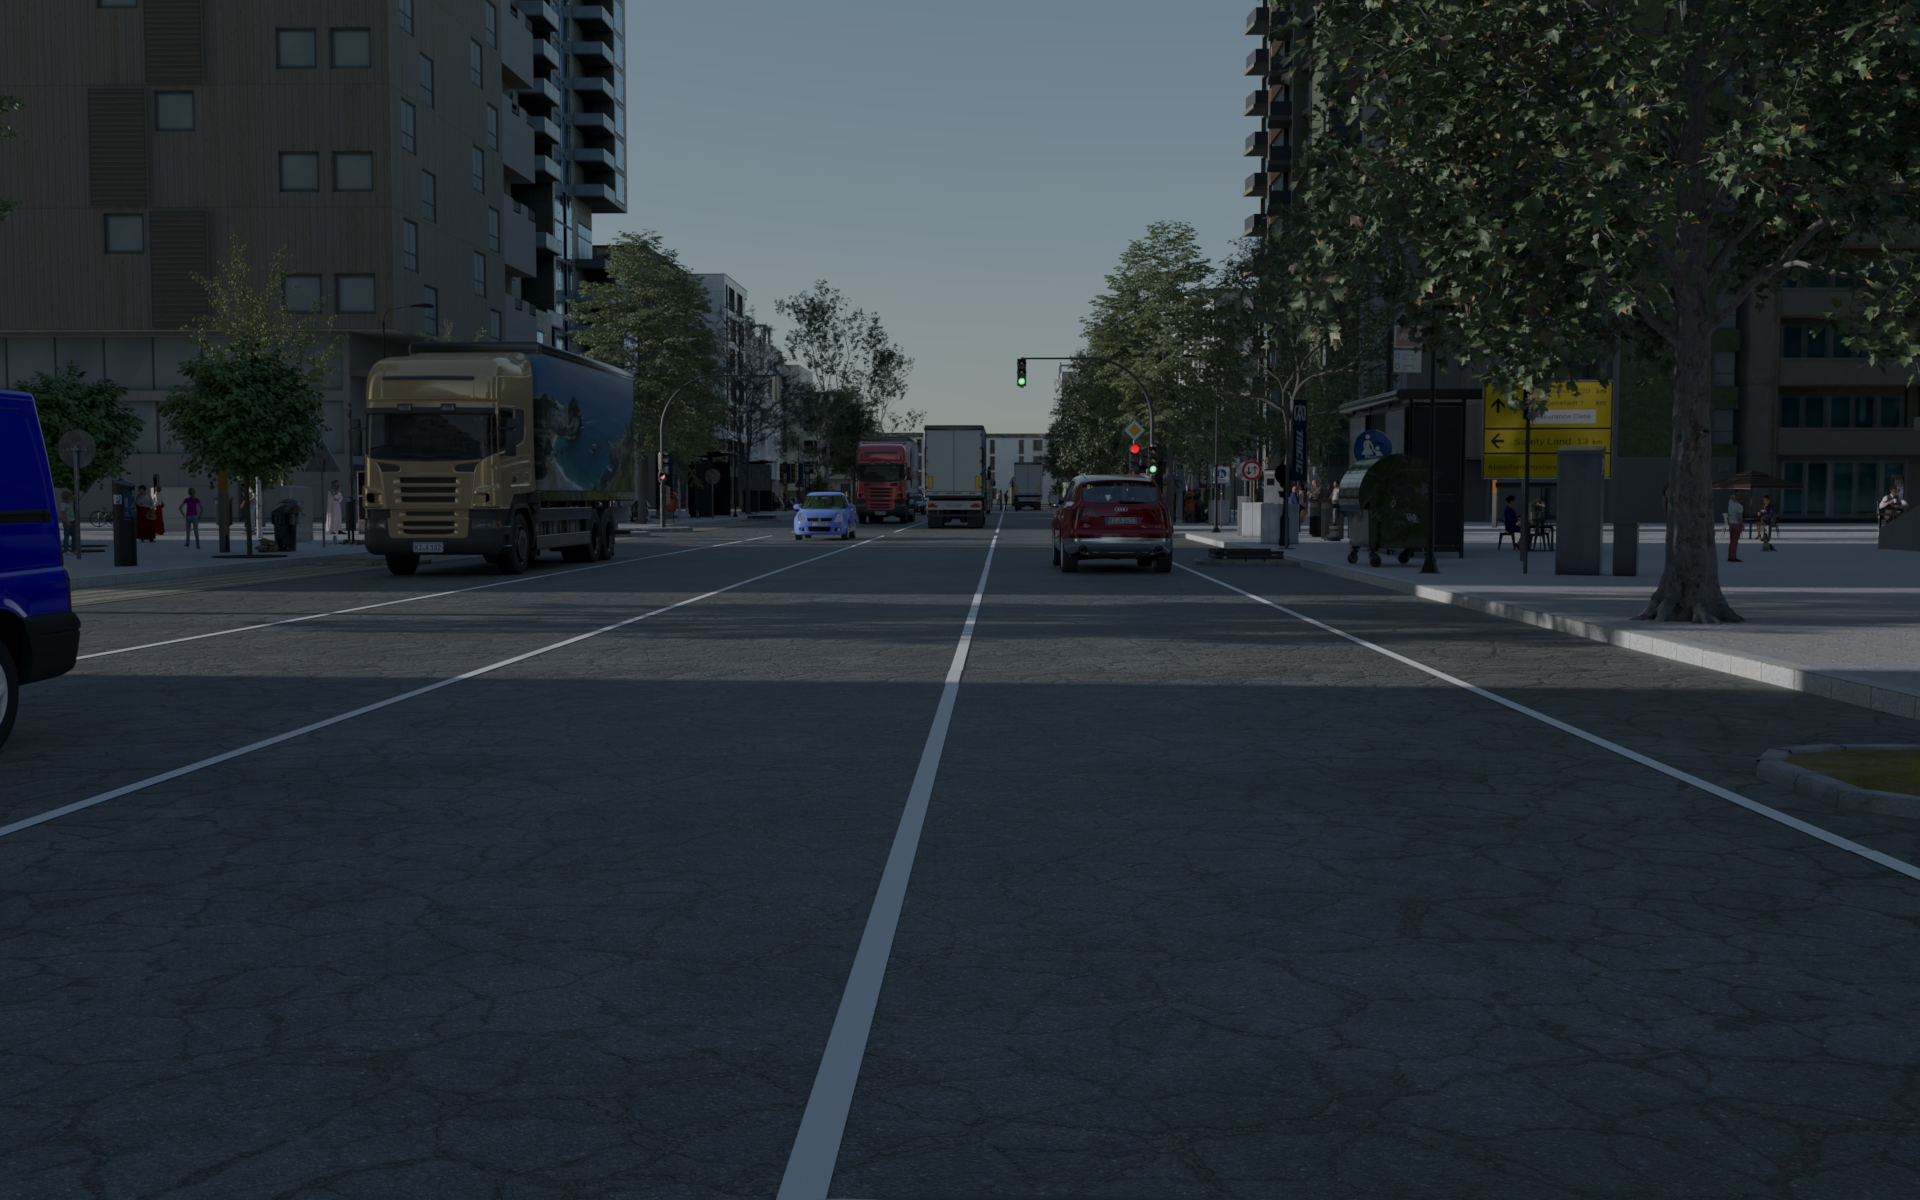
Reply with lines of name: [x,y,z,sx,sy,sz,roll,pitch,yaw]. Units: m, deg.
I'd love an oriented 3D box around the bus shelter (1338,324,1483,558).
bus shelter: [9.837,-3.734,38.676,2.179,5.291,8.768,0,4,1]

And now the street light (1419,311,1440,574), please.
street light: [7.089,-3.390,27.974,1.470,5.913,1.316,0,4,2]

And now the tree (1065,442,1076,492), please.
tree: [12.500,-12.817,159.923,4.360,8.622,3.978,0,3,0]

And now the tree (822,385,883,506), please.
tree: [-11.274,-16.039,180.367,7.486,12.596,7.792,0,3,0]

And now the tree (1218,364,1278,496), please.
tree: [14.973,-8.630,91.463,4.360,8.622,3.978,0,3,0]

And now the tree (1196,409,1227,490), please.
tree: [17.880,-10.135,116.074,4.737,8.622,4.395,0,3,0]

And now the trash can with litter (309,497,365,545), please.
trash can with litter: [-15.496,-2.013,43.976,1.678,1.210,2.233,-2,4,-31]

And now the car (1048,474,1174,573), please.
car: [2.862,-1.499,33.174,2.281,1.827,5.304,0,4,0]

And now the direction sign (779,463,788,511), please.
direction sign: [-12.955,-8.340,128.354,0.876,3.537,0.379,-2,4,-28]

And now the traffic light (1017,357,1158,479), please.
traffic light: [4.262,-5.065,57.488,4.771,5.953,1.251,0,4,2]

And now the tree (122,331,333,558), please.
tree: [-14.477,-3.144,35.122,4.285,4.588,4.351,0,3,0]

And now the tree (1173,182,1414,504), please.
tree: [9.585,-7.047,49.636,7.601,10.594,8.767,2,4,28]

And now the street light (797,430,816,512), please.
street light: [-11.107,-9.329,125.063,1.470,5.913,1.316,0,4,2]

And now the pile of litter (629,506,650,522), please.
pile of litter: [-15.234,-4.097,80.944,1.719,0.858,1.176,-1,4,-9]

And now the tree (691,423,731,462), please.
tree: [-19.944,-11.326,135.539,4.360,8.622,3.978,0,3,0]

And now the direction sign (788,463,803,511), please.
direction sign: [-12.040,-8.312,127.897,0.876,3.537,0.379,0,4,3]

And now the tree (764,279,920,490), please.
tree: [-10.878,-18.044,150.908,12.611,20.169,13.585,0,3,0]

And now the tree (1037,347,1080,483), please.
tree: [9.864,-11.273,101.320,9.611,12.733,9.660,0,3,0]

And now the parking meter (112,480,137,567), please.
parking meter: [-14.829,-1.366,30.745,0.372,1.533,0.369,0,3,0]

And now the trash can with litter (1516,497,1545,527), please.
trash can with litter: [21.947,-3.387,66.762,1.055,1.170,0.624,0,3,0]

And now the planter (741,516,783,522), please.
planter: [-10.355,-4.260,90.796,1.991,0.319,1.994,0,4,2]

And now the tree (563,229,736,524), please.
tree: [-13.409,-9.582,74.797,7.486,12.596,7.792,0,3,0]

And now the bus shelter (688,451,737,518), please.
bus shelter: [-13.806,-6.458,96.871,1.731,3.624,6.357,0,4,2]

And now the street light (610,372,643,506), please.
street light: [-12.792,-5.725,66.142,1.470,5.913,1.316,0,4,2]

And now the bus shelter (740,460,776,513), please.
bus shelter: [-14.202,-8.007,122.195,1.731,3.624,6.357,0,4,2]

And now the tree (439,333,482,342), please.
tree: [-22.069,-7.785,77.653,4.737,8.622,4.395,0,3,0]

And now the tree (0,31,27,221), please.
tree: [-15.454,-6.313,21.350,7.486,12.596,7.792,0,3,0]

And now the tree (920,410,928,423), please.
tree: [-10.317,-21.490,207.247,12.611,20.169,13.585,0,3,0]

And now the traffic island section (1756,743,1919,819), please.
traffic island section: [5.012,0.888,8.355,1.991,0.108,1.994,0,4,2]

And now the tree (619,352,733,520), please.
tree: [-13.463,-8.185,84.194,4.737,8.622,4.395,0,3,0]

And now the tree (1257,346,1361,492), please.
tree: [16.794,-7.986,80.933,4.737,8.622,4.395,0,3,0]

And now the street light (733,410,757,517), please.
street light: [-11.934,-7.551,95.998,1.470,5.913,1.316,0,4,2]

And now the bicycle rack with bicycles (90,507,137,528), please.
bicycle rack with bicycles: [-32.312,-3.296,67.278,2.925,0.926,2.852,0,4,-6]

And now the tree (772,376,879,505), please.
tree: [-11.630,-12.439,137.782,7.601,10.594,8.767,-3,5,-40]

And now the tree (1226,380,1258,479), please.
tree: [16.333,-8.291,85.920,4.737,8.622,4.395,0,3,0]

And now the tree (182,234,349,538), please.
tree: [-20.142,-6.106,50.194,4.737,8.622,4.395,0,3,0]

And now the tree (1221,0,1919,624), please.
tree: [7.319,-6.135,17.317,9.611,12.733,9.660,0,3,0]

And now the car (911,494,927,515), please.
car: [-3.253,-6.764,120.385,2.009,1.686,4.222,0,4,2]

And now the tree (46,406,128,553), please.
tree: [-19.572,-2.665,38.181,1.663,3.219,1.824,0,3,0]

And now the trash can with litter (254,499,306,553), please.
trash can with litter: [-15.068,-1.649,38.350,0.624,1.170,1.055,1,4,19]

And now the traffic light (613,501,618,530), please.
traffic light: [-11.540,-4.228,58.053,0.839,4.253,0.868,0,4,2]

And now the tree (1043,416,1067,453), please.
tree: [13.856,-17.258,207.926,9.928,11.665,9.643,0,3,0]

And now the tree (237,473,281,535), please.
tree: [-22.198,-3.696,55.038,1.663,3.219,1.824,0,3,0]

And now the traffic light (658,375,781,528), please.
traffic light: [-9.223,-5.587,66.011,4.771,5.953,1.251,0,4,2]

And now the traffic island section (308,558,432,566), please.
traffic island section: [-11.892,-0.756,35.222,1.991,0.108,1.994,0,4,2]

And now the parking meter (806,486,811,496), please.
parking meter: [-11.376,-7.610,130.126,0.399,1.863,0.255,1,4,17]

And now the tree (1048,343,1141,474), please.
tree: [11.445,-13.192,126.053,12.009,13.543,11.850,0,3,0]

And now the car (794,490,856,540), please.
car: [-4.268,-2.779,55.023,1.945,1.707,3.694,0,4,2]

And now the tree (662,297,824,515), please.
tree: [-13.465,-12.123,108.579,12.009,13.543,11.850,0,3,0]

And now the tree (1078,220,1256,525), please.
tree: [8.423,-9.454,72.692,7.486,12.596,7.792,0,3,0]

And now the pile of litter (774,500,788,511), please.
pile of litter: [-13.866,-7.212,131.875,1.719,0.858,1.176,-1,4,-22]

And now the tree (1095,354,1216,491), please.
tree: [9.641,-8.286,85.831,4.360,8.622,3.978,0,3,0]

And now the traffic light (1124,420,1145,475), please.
traffic light: [6.578,-4.687,65.553,0.839,4.253,0.868,0,4,2]

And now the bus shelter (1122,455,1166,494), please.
bus shelter: [9.792,-6.000,92.026,2.014,3.302,5.546,0,4,2]

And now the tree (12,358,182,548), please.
tree: [-21.446,-3.556,41.858,4.285,4.588,4.351,0,3,0]

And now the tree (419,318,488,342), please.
tree: [-20.715,-7.435,71.927,4.360,8.622,3.978,0,3,0]

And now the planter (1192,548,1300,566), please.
planter: [5.766,-0.865,35.282,1.991,0.319,1.994,0,4,2]
